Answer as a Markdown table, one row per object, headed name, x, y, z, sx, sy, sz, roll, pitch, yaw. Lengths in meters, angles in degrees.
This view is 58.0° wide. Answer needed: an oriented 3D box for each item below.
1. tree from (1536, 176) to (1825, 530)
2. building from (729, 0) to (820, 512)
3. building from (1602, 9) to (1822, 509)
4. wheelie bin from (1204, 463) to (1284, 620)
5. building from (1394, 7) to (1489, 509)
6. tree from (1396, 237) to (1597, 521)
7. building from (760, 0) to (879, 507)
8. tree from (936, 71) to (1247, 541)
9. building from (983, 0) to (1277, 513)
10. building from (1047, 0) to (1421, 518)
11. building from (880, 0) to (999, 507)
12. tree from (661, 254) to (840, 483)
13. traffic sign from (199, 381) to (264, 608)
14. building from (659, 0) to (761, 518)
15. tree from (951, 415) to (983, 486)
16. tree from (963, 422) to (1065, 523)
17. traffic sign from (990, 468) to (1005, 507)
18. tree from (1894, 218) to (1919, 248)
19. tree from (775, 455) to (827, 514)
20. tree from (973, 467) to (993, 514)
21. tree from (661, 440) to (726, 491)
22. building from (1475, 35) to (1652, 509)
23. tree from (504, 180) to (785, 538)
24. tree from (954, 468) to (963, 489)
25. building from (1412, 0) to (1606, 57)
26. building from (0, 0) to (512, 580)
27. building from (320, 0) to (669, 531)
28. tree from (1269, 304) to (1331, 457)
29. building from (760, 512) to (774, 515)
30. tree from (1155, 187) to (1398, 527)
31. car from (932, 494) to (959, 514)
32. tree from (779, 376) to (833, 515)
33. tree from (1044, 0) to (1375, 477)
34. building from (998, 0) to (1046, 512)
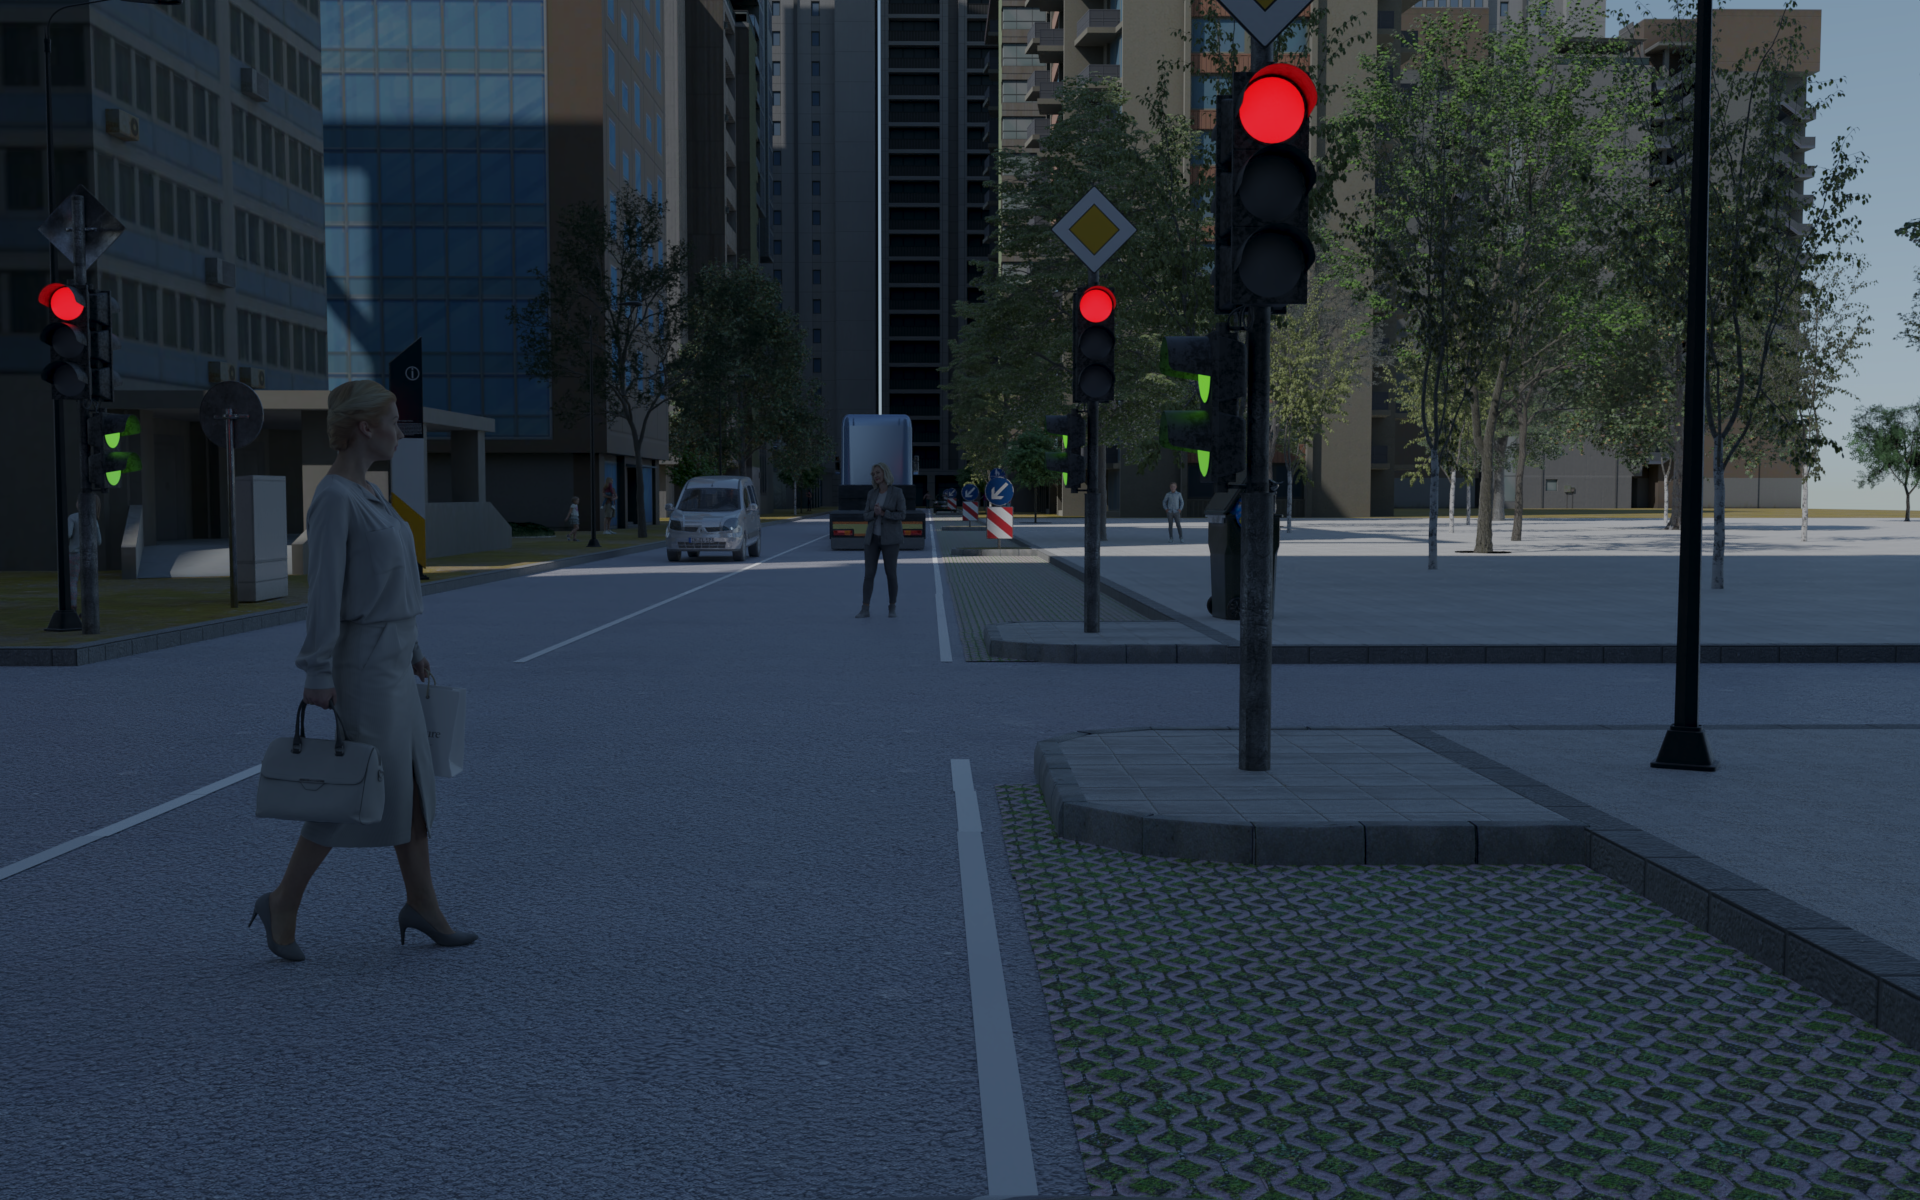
| name | x | y | z | sx | sy | sz | roll | pitch | yaw |
| --- | --- | --- | --- | --- | --- | --- | --- | --- | --- |
| tree | 25.605 | -8.848 | 61.671 | 9.611 | 12.733 | 9.660 | 0 | 3 | 0 |
| building | -28.717 | -51.349 | 152.233 | 31.000 | 86.520 | 22.319 | 0 | 4 | -1 |
| building | 67.600 | -31.113 | 158.806 | 14.200 | 45.320 | 14.600 | 0 | 4 | -1 |
| wheelie bin | 2.933 | -0.611 | 17.903 | 0.693 | 1.594 | 0.980 | -1 | 4 | -12 |
| building | 38.510 | -31.075 | 158.182 | 14.200 | 45.320 | 14.600 | 0 | 4 | -1 |
| tree | 25.775 | -10.777 | 82.854 | 9.857 | 13.997 | 8.962 | 0 | 3 | 0 |
| building | -22.875 | -39.419 | 186.498 | 28.212 | 58.520 | 21.231 | 0 | 4 | -1 |
| tree | 3.784 | -7.923 | 47.674 | 7.486 | 12.596 | 7.792 | 0 | 3 | 0 |
| building | 13.231 | -30.301 | 150.039 | 22.147 | 44.769 | 28.867 | 0 | 4 | -1 |
| building | 15.384 | -27.680 | 107.199 | 22.147 | 44.769 | 28.867 | 0 | 4 | -1 |
| building | 2.063 | -45.654 | 184.694 | 20.611 | 71.187 | 20.563 | 0 | 4 | -1 |
| tree | -10.548 | -10.153 | 83.012 | 9.611 | 12.733 | 9.660 | 0 | 3 | 0 |
| traffic sign | -8.189 | -1.184 | 19.468 | 0.768 | 2.556 | 0.104 | 0 | 4 | 7 |
| building | -19.168 | -19.994 | 98.599 | 14.160 | 30.474 | 14.107 | 0 | 4 | -1 |
| tree | 1.761 | -9.442 | 104.735 | 4.737 | 8.622 | 4.395 | 0 | 3 | 0 |
| tree | 3.245 | -5.650 | 76.094 | 4.285 | 4.588 | 4.351 | 0 | 3 | 0 |
| traffic sign | 1.829 | -5.167 | 84.587 | 0.768 | 2.556 | 0.104 | 0 | 4 | 5 |
| tree | 19.210 | -7.286 | 25.782 | 9.857 | 13.997 | 8.962 | 0 | 3 | 0 |
| tree | -10.491 | -8.016 | 114.773 | 4.285 | 4.588 | 4.351 | 0 | 3 | 0 |
| tree | 1.772 | -7.121 | 111.035 | 1.663 | 3.219 | 1.824 | 0 | 3 | 0 |
| tree | -9.633 | -4.115 | 61.879 | 1.663 | 3.219 | 1.824 | 0 | 3 | 0 |
| building | 53.181 | -29.045 | 158.475 | 14.086 | 41.232 | 14.154 | 0 | 4 | -1 |
| tree | -9.325 | -7.124 | 50.882 | 8.767 | 10.594 | 7.601 | 0 | 4 | -5 |
| tree | 1.048 | -11.295 | 168.387 | 4.285 | 4.588 | 4.351 | 0 | 3 | 0 |
| building | 51.154 | -39.432 | 186.715 | 28.212 | 58.520 | 21.231 | 0 | 4 | -1 |
| building | -26.686 | -20.861 | 32.952 | 32.217 | 40.220 | 23.993 | 0 | 4 | -1 |
| building | -19.113 | -25.377 | 65.020 | 14.600 | 45.320 | 14.200 | 0 | 4 | -1 |
| tree | 14.066 | -10.082 | 82.973 | 7.486 | 12.596 | 7.792 | 0 | 3 | 0 |
| building | -23.895 | -49.352 | 119.578 | 22.319 | 86.520 | 31.000 | 0 | 4 | -1 |
| tree | 11.999 | -9.551 | 66.521 | 12.009 | 13.543 | 11.850 | 0 | 3 | 0 |
| car | -1.100 | -7.220 | 127.838 | 2.009 | 1.686 | 4.222 | 0 | 3 | 0 |
| tree | -9.859 | -9.507 | 105.796 | 4.360 | 8.622 | 3.978 | 0 | 3 | 0 |
| tree | 3.541 | -4.477 | 23.569 | 4.737 | 8.622 | 4.395 | 0 | 3 | 0 |
| building | 9.802 | -27.220 | 128.642 | 14.154 | 41.232 | 14.086 | 0 | 4 | -1 |
